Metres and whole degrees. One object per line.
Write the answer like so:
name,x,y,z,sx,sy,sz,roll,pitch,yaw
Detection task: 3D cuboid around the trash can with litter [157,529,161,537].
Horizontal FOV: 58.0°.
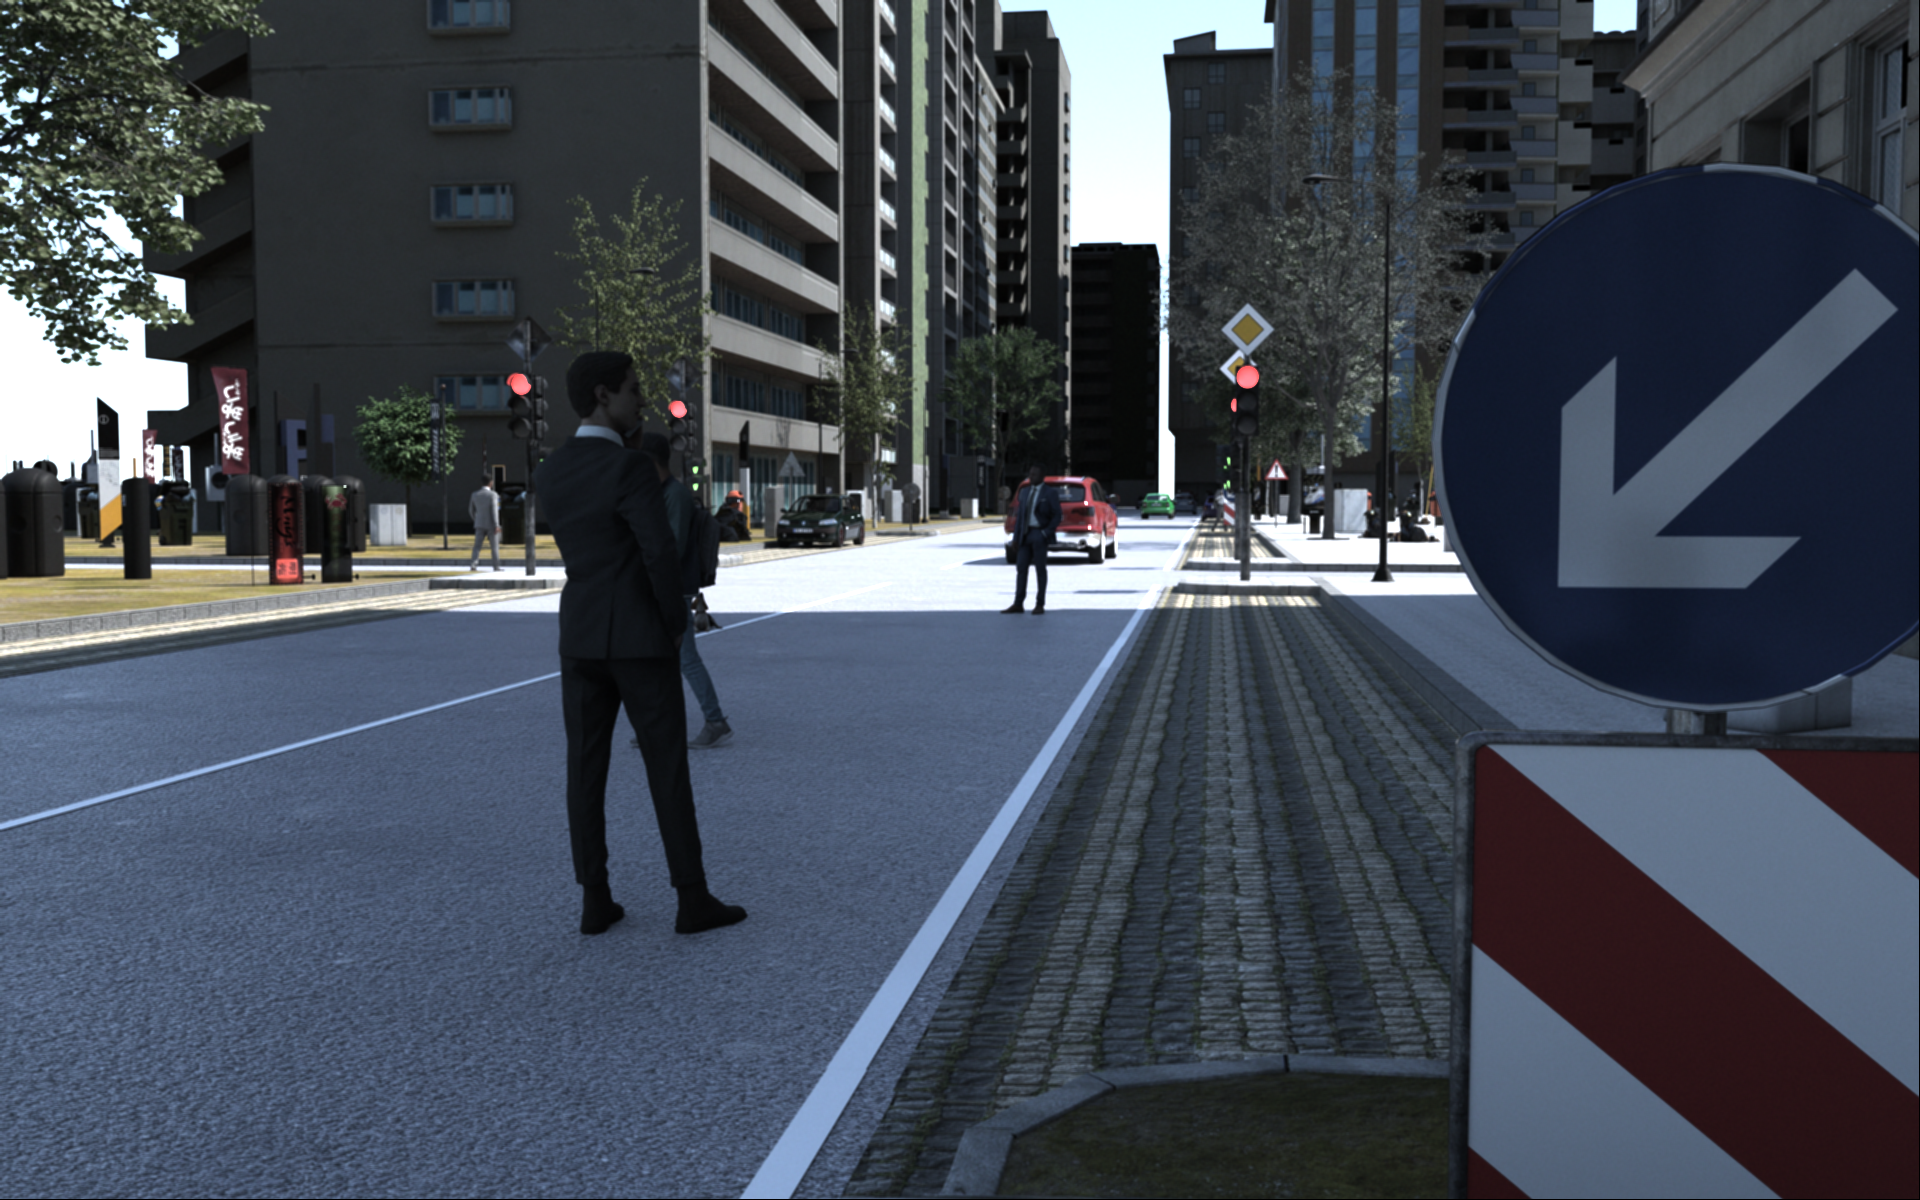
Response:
trash can with litter,-23.316,-2.426,51.057,1.055,1.170,0.624,2,4,32

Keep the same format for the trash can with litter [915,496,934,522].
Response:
trash can with litter,-1.907,-4.309,81.516,1.678,1.210,2.233,0,4,-5

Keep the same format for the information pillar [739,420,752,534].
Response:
information pillar,-6.853,-3.903,55.165,0.183,3.616,0.504,-3,4,-37

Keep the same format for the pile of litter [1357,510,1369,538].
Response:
pile of litter,12.236,-2.236,50.520,1.176,0.858,1.719,0,4,-5

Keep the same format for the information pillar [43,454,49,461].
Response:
information pillar,-53.112,-6.704,100.965,0.183,3.616,0.504,-2,4,-25

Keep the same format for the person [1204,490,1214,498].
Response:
person,22.521,-8.998,155.635,1.348,1.821,0.705,1,4,15

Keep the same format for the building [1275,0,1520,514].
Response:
building,28.378,-28.426,114.871,14.600,45.320,14.200,1,4,8

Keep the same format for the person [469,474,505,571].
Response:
person,-8.336,-1.323,30.404,0.678,1.792,0.850,1,4,16

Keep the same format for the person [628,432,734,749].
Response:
person,-1.663,-0.060,9.836,0.721,1.781,0.623,-2,4,-35

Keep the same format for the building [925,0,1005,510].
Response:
building,-7.508,-41.742,120.732,20.563,71.187,20.611,1,4,8

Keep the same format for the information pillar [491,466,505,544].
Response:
information pillar,-11.926,-2.463,44.769,0.304,2.012,0.304,-1,4,-22

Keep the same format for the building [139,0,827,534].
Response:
building,-17.088,-27.001,65.167,21.300,48.544,21.600,1,4,8

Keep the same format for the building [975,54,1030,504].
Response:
building,-9.906,-27.739,145.408,32.217,40.220,23.993,1,4,8

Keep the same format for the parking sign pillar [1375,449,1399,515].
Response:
parking sign pillar,25.714,-7.085,104.313,1.447,3.967,1.447,-3,5,-43

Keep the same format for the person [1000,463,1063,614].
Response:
person,0.885,-0.739,20.758,0.721,1.800,0.419,2,4,31

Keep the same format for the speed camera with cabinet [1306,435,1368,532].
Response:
speed camera with cabinet,12.636,-3.897,58.053,2.038,3.252,0.660,-1,4,-18

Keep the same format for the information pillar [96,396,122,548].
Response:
information pillar,-20.354,-3.062,41.411,0.504,3.616,0.183,-2,4,-34

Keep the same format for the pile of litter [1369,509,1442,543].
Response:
pile of litter,12.068,-1.983,46.384,1.176,0.858,1.719,-2,4,-31

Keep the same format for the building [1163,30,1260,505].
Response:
building,38.100,-37.663,205.036,27.495,52.752,28.713,1,4,8

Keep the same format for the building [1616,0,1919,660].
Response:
building,13.859,-10.604,6.665,16.112,22.955,30.059,1,4,8

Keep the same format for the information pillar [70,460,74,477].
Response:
information pillar,-61.078,-7.822,119.236,0.183,3.616,0.504,-1,4,-8

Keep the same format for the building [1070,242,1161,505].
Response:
building,16.174,-26.298,201.672,14.107,30.474,14.160,1,4,8

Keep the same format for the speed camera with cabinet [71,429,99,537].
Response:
speed camera with cabinet,-26.075,-3.538,52.186,0.660,3.252,2.038,-1,4,-14

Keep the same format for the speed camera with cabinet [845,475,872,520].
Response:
speed camera with cabinet,-4.588,-5.374,82.203,2.038,3.252,0.660,-2,4,-29

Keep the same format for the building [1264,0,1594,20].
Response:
building,43.471,-35.161,164.124,28.713,52.752,27.495,1,4,8

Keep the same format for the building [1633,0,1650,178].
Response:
building,74.528,-44.330,163.049,20.611,71.187,20.563,1,4,8

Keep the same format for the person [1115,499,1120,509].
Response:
person,15.312,-9.624,169.081,0.991,1.433,0.599,-3,5,-44

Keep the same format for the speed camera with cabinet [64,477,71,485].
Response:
speed camera with cabinet,-49.253,-6.151,94.896,2.038,3.252,0.660,0,4,5

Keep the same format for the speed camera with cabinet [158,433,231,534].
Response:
speed camera with cabinet,-24.608,-3.758,55.775,2.038,3.252,0.660,-2,4,-34

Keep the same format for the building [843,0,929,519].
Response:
building,-9.705,-24.880,90.380,14.154,41.232,14.086,1,4,8

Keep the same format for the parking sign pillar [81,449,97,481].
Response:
parking sign pillar,-52.268,-7.066,103.996,1.447,3.967,1.447,0,4,-2

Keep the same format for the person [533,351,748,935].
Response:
person,-1.092,0.129,5.758,0.648,1.900,0.474,2,4,27

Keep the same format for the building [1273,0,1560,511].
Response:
building,35.515,-36.311,135.681,21.231,58.520,28.212,1,4,8

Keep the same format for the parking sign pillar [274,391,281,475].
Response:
parking sign pillar,-17.347,-3.500,45.702,1.447,3.967,1.447,3,5,39

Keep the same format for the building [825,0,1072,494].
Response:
building,-0.253,-33.611,173.240,21.600,48.544,21.300,1,4,8

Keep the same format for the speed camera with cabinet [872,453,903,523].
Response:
speed camera with cabinet,-3.186,-5.144,78.432,0.660,3.252,2.038,-1,4,-23

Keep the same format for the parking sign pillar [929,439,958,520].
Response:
parking sign pillar,-0.800,-5.943,85.633,1.447,3.967,1.447,0,4,1

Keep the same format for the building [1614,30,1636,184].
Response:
building,65.163,-37.361,200.095,27.495,52.752,28.713,1,4,8

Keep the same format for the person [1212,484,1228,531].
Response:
person,9.261,-3.234,61.473,0.679,1.850,0.850,-3,5,-40

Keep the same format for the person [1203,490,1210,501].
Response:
person,20.518,-8.253,144.230,0.721,1.735,1.217,2,4,28

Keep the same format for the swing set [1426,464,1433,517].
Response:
swing set,25.059,-5.413,86.128,3.119,2.851,2.862,0,4,2

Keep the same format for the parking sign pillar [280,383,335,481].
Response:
parking sign pillar,-15.788,-3.318,42.717,1.447,3.967,1.447,-2,4,-30

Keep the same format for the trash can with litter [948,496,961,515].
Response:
trash can with litter,-0.245,-5.757,105.189,2.233,1.210,1.678,0,4,-7
